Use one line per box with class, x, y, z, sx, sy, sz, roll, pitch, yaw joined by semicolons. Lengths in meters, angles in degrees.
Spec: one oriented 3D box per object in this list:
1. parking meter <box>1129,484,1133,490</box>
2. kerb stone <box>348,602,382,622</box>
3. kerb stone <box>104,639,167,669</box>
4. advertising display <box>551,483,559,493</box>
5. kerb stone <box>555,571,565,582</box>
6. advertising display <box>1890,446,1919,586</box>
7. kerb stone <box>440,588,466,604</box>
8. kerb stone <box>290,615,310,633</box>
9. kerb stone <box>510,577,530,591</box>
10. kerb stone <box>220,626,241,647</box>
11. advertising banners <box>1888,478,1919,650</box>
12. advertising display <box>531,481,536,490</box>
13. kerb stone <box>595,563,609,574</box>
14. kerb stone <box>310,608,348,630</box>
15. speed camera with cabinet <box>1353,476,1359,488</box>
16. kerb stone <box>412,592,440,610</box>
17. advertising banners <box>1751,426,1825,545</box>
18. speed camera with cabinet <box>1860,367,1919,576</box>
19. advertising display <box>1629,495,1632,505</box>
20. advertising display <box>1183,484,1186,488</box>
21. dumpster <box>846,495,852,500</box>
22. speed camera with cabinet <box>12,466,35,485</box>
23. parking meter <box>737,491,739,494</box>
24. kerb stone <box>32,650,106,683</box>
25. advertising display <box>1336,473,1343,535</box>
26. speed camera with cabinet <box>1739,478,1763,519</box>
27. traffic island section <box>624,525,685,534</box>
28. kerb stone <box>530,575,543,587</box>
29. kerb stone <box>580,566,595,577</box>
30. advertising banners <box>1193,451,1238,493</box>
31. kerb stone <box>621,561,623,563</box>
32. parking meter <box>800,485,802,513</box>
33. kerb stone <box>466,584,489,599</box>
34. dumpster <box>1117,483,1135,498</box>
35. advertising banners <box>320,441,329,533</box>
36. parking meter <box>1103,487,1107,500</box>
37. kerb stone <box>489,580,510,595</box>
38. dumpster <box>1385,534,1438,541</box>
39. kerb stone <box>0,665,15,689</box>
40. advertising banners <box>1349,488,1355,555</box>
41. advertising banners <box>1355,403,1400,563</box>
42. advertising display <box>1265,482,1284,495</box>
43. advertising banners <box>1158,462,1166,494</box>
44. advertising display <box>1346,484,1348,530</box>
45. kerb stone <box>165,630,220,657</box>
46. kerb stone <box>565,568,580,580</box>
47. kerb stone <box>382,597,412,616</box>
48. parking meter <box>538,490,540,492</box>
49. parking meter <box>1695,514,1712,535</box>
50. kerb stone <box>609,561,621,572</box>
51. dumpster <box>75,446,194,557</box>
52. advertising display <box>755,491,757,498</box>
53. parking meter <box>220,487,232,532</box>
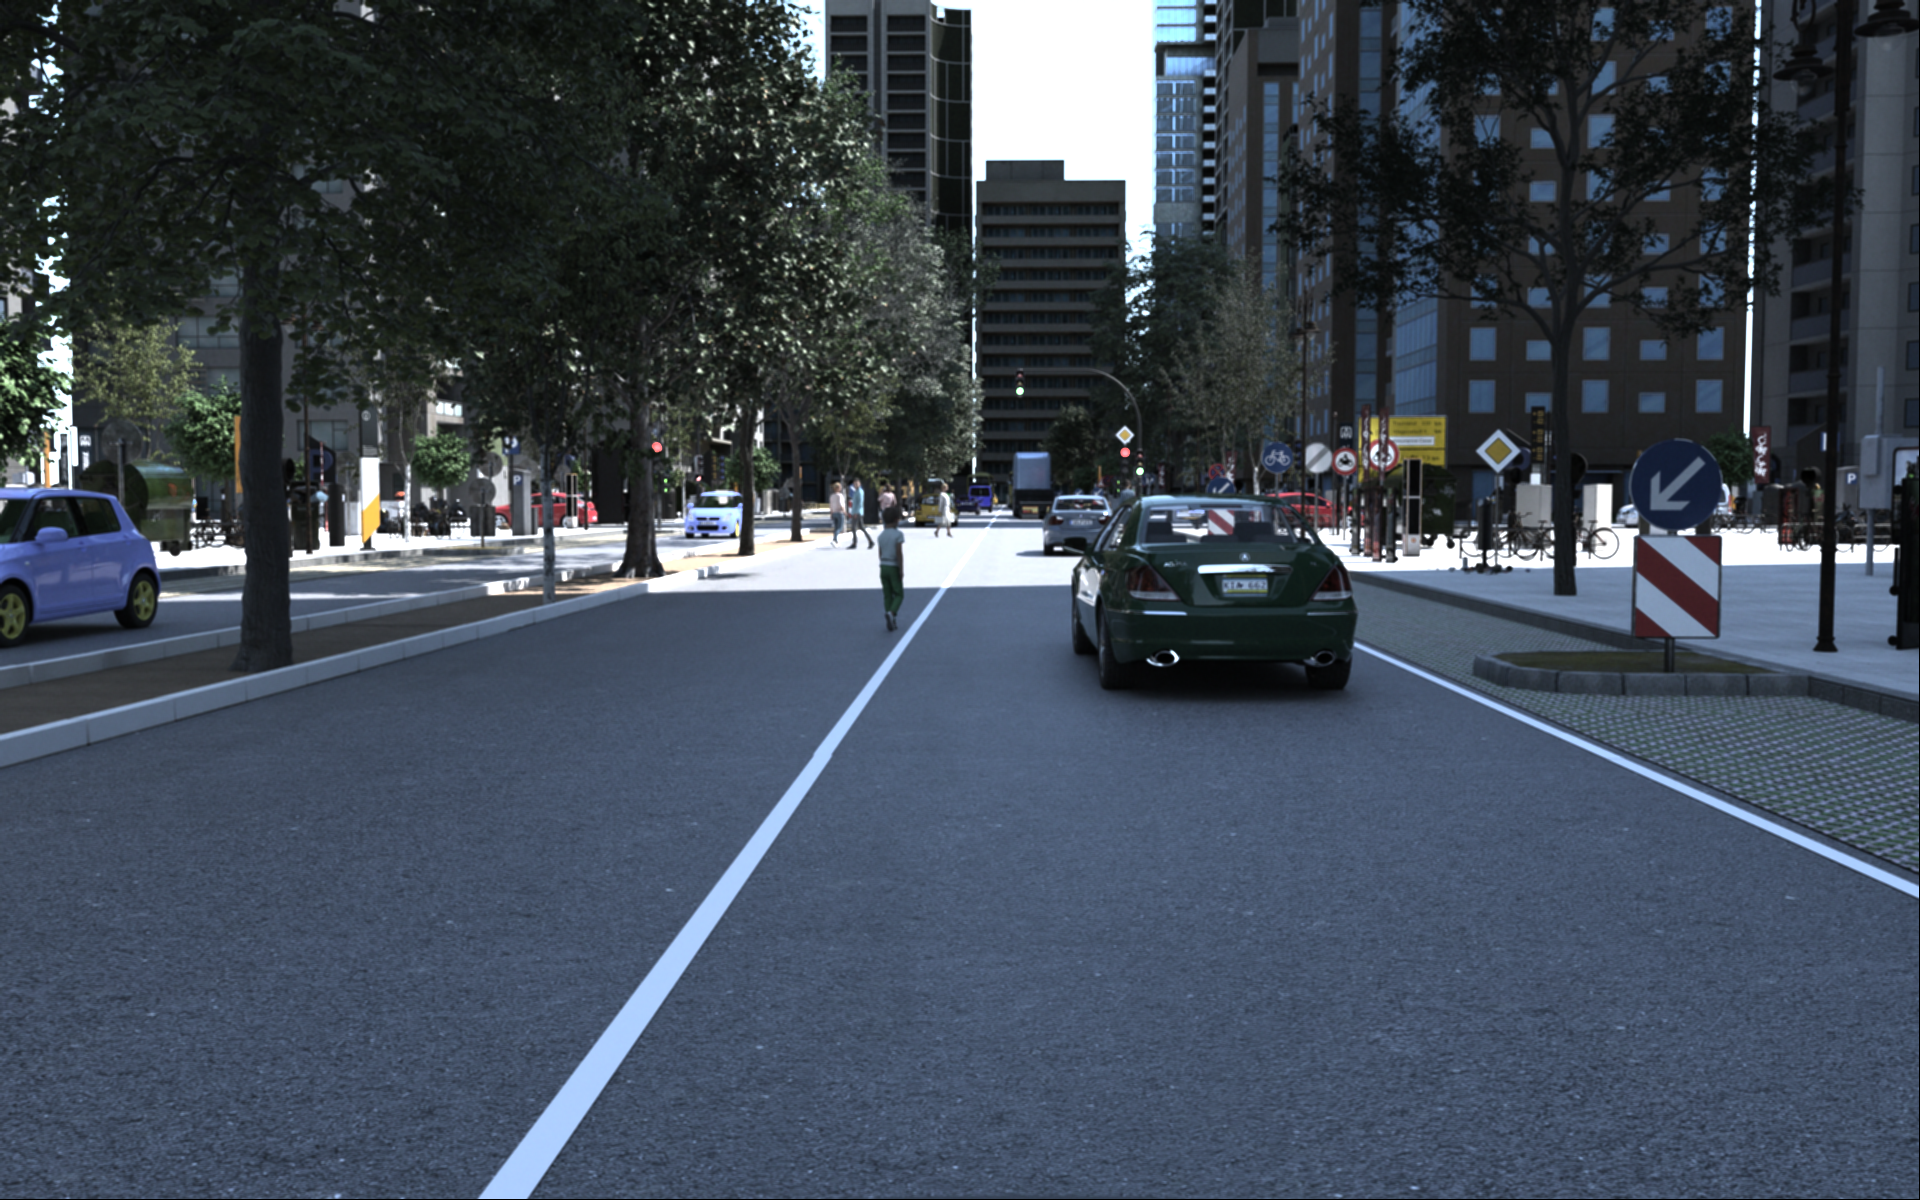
parking meter;9.813;-5.783;100.271;0.399;1.863;0.255;3;5;39
kerb stone;-6.835;0.154;19.673;0.120;0.150;1.000;0;4;2
kerb stone;-6.993;0.469;14.556;0.120;0.150;1.000;0;4;2
advertising display;-22.780;-5.622;97.126;0.123;1.923;0.974;1;4;17
kerb stone;-6.590;-0.347;27.865;0.120;0.150;1.000;0;4;2
advertising display;12.982;-1.121;23.541;0.123;1.923;0.974;0;4;-1
kerb stone;-6.743;-0.034;22.746;0.120;0.150;1.000;0;4;2
kerb stone;-6.905;0.282;17.625;0.120;0.150;1.000;0;4;2
kerb stone;-6.654;-0.222;25.822;0.120;0.150;1.000;0;4;2
kerb stone;-6.931;0.342;16.599;0.120;0.150;1.000;0;4;2
advertising banners;8.511;-1.132;14.700;2.074;3.025;0.090;-2;4;-34
advertising display;-22.141;-5.089;88.411;0.974;1.923;0.123;0;4;2
kerb stone;-6.501;-0.535;30.940;0.120;0.150;1.000;0;4;2
kerb stone;-6.864;0.220;18.646;0.120;0.150;1.000;0;4;2
speed camera with cabinet;19.361;-5.295;80.902;0.660;3.252;2.038;-3;5;-41
kerb stone;-6.779;0.029;21.723;0.120;0.150;1.000;0;4;2
advertising banners;21.114;-2.926;44.035;0.090;3.025;2.074;-3;5;-43
speed camera with cabinet;14.562;-1.958;26.347;0.660;3.252;2.038;0;4;-5
advertising display;27.912;-4.019;70.929;0.974;1.923;0.123;0;4;6
advertising display;18.025;-8.249;140.076;0.123;1.923;0.974;3;5;42
dumpster;-8.764;-7.800;135.751;1.865;1.857;1.264;0;4;3
speed camera with cabinet;-39.629;-4.886;74.218;0.660;3.252;2.038;1;4;11
parking meter;-17.757;-7.896;137.515;0.372;1.533;0.369;0;3;0
kerb stone;-7.018;0.534;13.534;0.120;0.150;1.000;0;4;2
advertising display;11.853;-3.000;54.261;0.123;1.923;0.974;1;4;11
speed camera with cabinet;41.427;-5.854;90.056;0.660;3.252;2.038;-1;4;-14
traffic island section;-11.059;-2.528;63.615;2.009;0.180;2.903;0;4;2
kerb stone;-6.629;-0.284;26.844;0.120;0.150;1.000;0;4;2
kerb stone;-6.531;-0.472;29.919;0.120;0.150;1.000;0;4;2
advertising banners;10.312;-4.533;70.300;2.074;3.025;0.090;2;4;33
kerb stone;-6.435;-0.658;32.983;0.120;0.150;1.000;0;4;2
parking meter;-10.944;-6.832;117.410;0.399;1.863;0.255;0;4;6
kerb stone;-6.711;-0.096;23.774;0.120;0.150;1.000;0;4;2
dumpster;12.023;-7.427;123.926;1.502;2.255;1.985;0;4;2
advertising banners;-21.287;-3.787;58.101;0.090;3.025;2.074;-1;4;-12
parking meter;10.276;-7.188;123.235;0.399;1.863;0.255;-2;4;-27
kerb stone;-6.685;-0.159;24.801;0.120;0.150;1.000;0;4;2
dumpster;12.566;-2.813;48.481;1.502;2.255;1.985;0;4;2
kerb stone;-7.058;0.593;12.499;0.120;0.150;1.000;0;4;2
advertising banners;8.412;-2.411;35.614;0.090;3.025;2.074;0;4;-7
advertising banners;7.961;-2.248;32.936;0.090;3.025;2.074;0;4;-6
advertising display;16.447;-5.230;90.732;0.974;1.923;0.123;1;4;12
advertising banners;11.733;-6.042;94.979;2.074;3.025;0.090;-1;4;-21
advertising display;13.780;-3.477;62.066;0.123;1.923;0.974;0;4;4
kerb stone;-6.968;0.405;15.577;0.120;0.150;1.000;0;4;2
kerb stone;-6.568;-0.409;28.890;0.120;0.150;1.000;0;4;2
kerb stone;-6.806;0.092;20.694;0.120;0.150;1.000;0;4;2
parking meter;-23.568;-5.389;96.519;0.372;1.533;0.369;0;3;0
parking meter;18.629;-2.139;43.378;0.372;1.533;0.369;0;3;0
kerb stone;-6.472;-0.597;31.962;0.120;0.150;1.000;0;4;2
dumpster;-16.493;-1.965;34.616;1.502;2.255;1.985;0;4;2
advertising display;-17.115;-8.681;147.152;0.123;1.923;0.974;-3;4;-36
parking meter;-24.791;-3.063;58.490;0.372;1.533;0.369;0;3;0
